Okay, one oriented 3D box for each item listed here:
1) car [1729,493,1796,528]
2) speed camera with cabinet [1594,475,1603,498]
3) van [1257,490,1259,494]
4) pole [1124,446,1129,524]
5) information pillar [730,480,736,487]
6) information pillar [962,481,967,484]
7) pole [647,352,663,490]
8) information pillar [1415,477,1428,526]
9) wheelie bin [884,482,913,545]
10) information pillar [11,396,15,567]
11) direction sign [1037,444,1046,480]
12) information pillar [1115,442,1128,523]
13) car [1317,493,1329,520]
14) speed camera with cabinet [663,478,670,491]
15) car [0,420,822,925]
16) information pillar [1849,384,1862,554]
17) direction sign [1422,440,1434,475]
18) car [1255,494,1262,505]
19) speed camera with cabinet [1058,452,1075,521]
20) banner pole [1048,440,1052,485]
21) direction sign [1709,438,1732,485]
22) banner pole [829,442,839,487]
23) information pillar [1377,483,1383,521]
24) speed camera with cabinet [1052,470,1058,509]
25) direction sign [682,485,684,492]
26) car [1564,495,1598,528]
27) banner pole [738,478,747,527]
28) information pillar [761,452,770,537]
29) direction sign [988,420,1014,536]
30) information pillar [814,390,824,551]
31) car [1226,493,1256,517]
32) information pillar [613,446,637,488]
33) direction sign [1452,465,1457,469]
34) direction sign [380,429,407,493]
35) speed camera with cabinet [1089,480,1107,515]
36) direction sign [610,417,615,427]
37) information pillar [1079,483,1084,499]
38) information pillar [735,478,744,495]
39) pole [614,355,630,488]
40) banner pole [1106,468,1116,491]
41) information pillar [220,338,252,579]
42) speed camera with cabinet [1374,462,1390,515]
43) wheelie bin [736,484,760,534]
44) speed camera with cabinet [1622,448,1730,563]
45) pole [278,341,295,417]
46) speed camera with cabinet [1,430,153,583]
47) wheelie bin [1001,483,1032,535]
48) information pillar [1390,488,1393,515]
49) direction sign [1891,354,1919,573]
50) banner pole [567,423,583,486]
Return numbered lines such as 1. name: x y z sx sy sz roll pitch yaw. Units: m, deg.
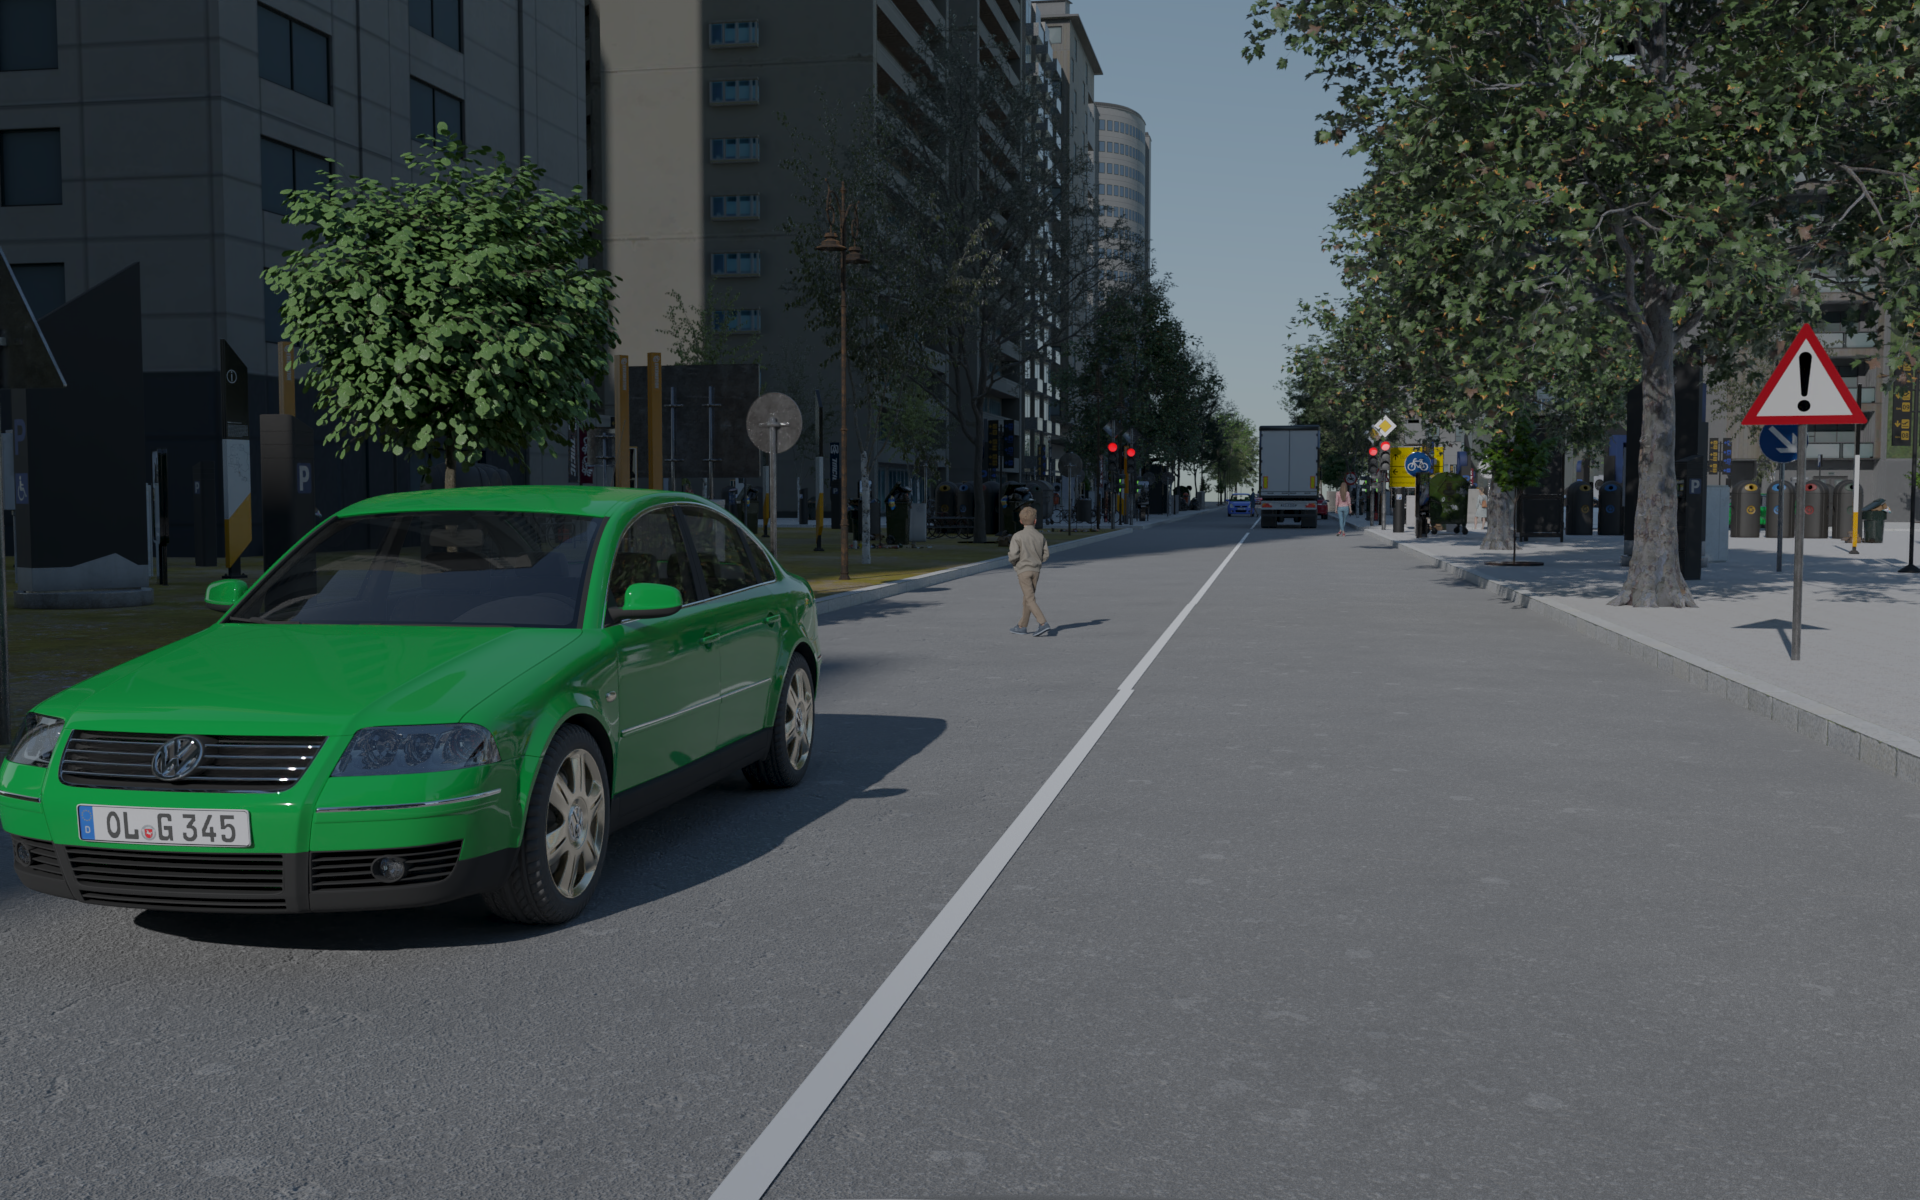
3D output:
1. car: 28.723 -3.329 63.232 4.718 1.807 1.959 1 4 8
2. speed camera with cabinet: 30.682 -5.504 84.322 0.660 3.252 2.038 -3 4 -37
3. van: 48.458 -16.690 277.270 2.240 2.365 5.245 1 4 10
4. pole: 7.059 -4.871 73.476 0.158 3.312 0.155 0 3 0
5. information pillar: -11.706 -5.222 89.867 0.304 2.012 0.304 -3 5 -39
6. information pillar: 0.266 -5.862 100.330 0.304 2.012 0.304 0 4 1
7. pole: -4.404 -1.908 25.044 0.158 3.312 0.155 0 3 0
8. information pillar: 15.155 -3.204 56.872 0.304 2.012 0.304 -2 4 -34
9. wheelie bin: -1.555 -2.209 44.023 0.693 1.594 0.980 0 4 4
10. information pillar: -16.589 -2.391 30.439 0.183 3.616 0.504 -2 4 -28
11. direction sign: 3.714 -5.320 78.981 0.379 3.537 0.876 2 4 26
12. information pillar: 7.264 -5.254 77.262 0.504 3.616 0.183 1 4 19
13. car: 20.026 -5.497 98.910 2.155 1.783 4.494 1 4 9
14. speed camera with cabinet: -24.282 -9.320 146.712 2.038 3.252 0.660 -3 5 -45
15. car: -1.888 0.093 7.277 1.959 1.807 4.718 1 4 10
16. information pillar: 19.161 -2.793 37.016 0.183 3.616 0.504 2 4 24
17. direction sign: 19.418 -4.888 71.922 0.379 3.537 0.876 -1 4 -17
18. car: 34.365 -11.678 199.974 2.155 1.783 4.494 1 4 10
19. speed camera with cabinet: 5.119 -5.360 81.968 0.660 3.252 2.038 0 4 5
20. banner pole: 4.178 -5.532 80.472 0.401 3.779 0.863 -1 4 -9
21. direction sign: 30.613 -4.758 69.794 0.876 3.537 0.379 0 4 3
22. banner pole: -5.178 -5.109 73.545 0.863 3.779 0.401 2 4 24
23. information pillar: 19.786 -5.499 81.264 0.183 3.616 0.504 0 4 -7
24. speed camera with cabinet: 7.093 -8.885 139.603 2.038 3.252 0.660 -1 4 -21
25. direction sign: -10.311 -4.425 64.350 0.876 3.537 0.379 -2 4 -32
26. car: 23.495 -3.244 65.045 4.499 1.417 2.014 1 4 10
27. banner pole: -6.103 -3.587 48.664 0.401 3.779 0.863 -2 4 -25
28. information pillar: -5.753 -3.666 51.295 0.183 3.616 0.504 -1 4 -18
29. direction sign: 1.254 -3.725 52.904 0.876 3.537 0.379 2 4 27
30. information pillar: -3.148 -2.898 38.736 0.183 3.616 0.504 -1 4 -15
31. car: 17.955 -6.183 110.678 1.945 1.707 3.694 1 4 9
32. information pillar: -5.184 -1.367 26.844 0.304 2.012 0.304 -2 4 -29
33. direction sign: 38.028 -8.640 133.268 0.876 3.537 0.379 1 4 12
34. direction sign: -9.884 -2.343 30.297 0.379 3.537 0.876 1 4 13
35. speed camera with cabinet: 8.543 -6.918 107.444 0.660 3.252 2.038 1 4 21
36. direction sign: -9.803 -3.601 50.872 0.876 3.537 0.379 -1 4 -21
37. information pillar: 7.890 -6.602 112.430 0.304 2.012 0.304 -1 4 -15
38. information pillar: -9.644 -5.200 76.366 0.504 3.616 0.183 0 4 3
39. pole: -4.969 -1.937 25.510 0.158 3.312 0.155 0 3 0
40. banner pole: 12.348 -9.443 144.408 0.401 3.779 0.863 3 5 42
41. information pillar: -11.025 -2.141 26.364 0.183 3.616 0.504 1 4 20
42. speed camera with cabinet: 26.268 -6.869 106.643 0.660 3.252 2.038 -2 4 -27
43. wheelie bin: -6.827 -2.929 55.804 0.693 1.594 0.980 -1 4 -23
44. speed camera with cabinet: 13.385 -2.325 32.347 2.038 3.252 0.660 -1 4 -20
45. pole: -9.030 -1.801 23.294 0.158 3.312 0.155 0 3 0
46. speed camera with cabinet: -13.123 -1.913 25.606 0.660 3.252 2.038 3 5 43
47. wheelie bin: 1.659 -2.546 49.537 0.980 1.594 0.693 -3 4 -37
48. information pillar: 25.938 -6.070 103.740 0.304 2.012 0.304 0 4 -1
49. direction sign: 15.525 -2.213 28.177 0.876 3.537 0.379 -1 4 -13
50. banner pole: -10.417 -3.488 47.050 0.401 3.779 0.863 1 4 22
